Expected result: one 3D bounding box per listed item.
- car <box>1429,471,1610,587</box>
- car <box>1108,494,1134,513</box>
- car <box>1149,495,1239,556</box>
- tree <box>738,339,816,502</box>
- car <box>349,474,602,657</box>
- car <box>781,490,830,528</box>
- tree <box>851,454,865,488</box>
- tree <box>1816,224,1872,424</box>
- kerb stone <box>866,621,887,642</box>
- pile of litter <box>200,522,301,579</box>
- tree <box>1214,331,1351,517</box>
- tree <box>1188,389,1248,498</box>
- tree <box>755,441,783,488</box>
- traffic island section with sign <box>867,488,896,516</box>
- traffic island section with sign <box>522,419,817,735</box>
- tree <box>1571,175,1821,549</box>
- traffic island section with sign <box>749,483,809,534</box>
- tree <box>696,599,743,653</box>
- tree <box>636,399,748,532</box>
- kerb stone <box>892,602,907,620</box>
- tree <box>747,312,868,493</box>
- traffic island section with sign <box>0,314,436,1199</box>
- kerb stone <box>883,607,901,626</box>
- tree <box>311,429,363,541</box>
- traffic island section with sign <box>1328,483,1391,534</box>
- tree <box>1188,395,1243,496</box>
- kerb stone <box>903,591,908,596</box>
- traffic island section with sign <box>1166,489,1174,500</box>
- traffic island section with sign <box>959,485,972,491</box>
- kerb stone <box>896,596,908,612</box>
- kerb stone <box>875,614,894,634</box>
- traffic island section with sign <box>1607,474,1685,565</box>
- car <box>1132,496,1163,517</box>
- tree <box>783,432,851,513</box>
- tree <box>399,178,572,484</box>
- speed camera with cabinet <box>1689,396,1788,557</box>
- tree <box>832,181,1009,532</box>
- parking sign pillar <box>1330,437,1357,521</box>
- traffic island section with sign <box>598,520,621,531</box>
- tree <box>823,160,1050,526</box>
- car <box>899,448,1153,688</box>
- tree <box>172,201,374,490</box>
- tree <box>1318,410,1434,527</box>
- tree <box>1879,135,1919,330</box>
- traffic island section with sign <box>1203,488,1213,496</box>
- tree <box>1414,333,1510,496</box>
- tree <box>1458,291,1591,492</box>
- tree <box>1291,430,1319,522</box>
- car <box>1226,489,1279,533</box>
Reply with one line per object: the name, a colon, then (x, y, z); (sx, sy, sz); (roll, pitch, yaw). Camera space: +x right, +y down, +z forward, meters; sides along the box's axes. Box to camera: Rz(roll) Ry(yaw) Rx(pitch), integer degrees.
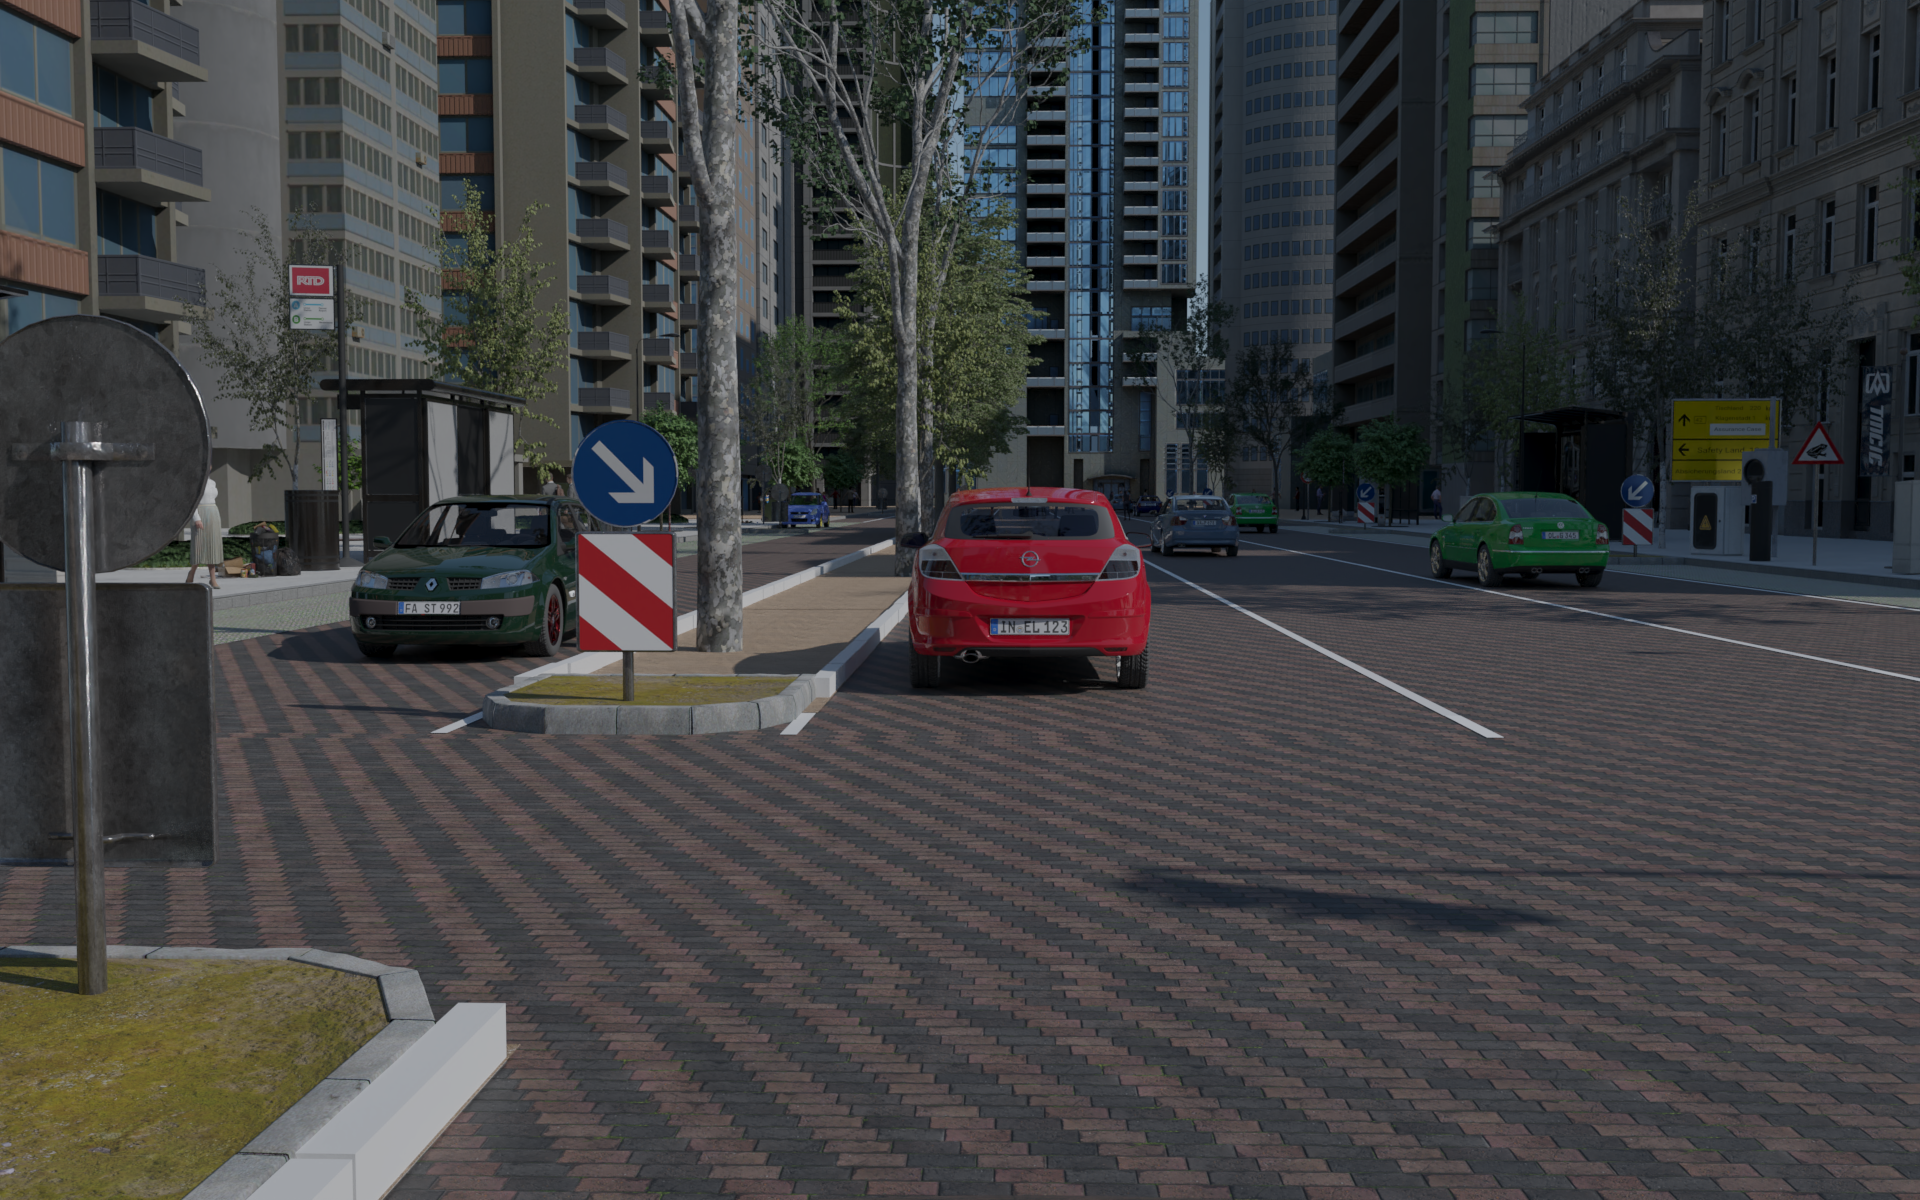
car: (8.953, -1.178, 28.057); (1.959, 1.807, 4.718); (0, 4, 0)
car: (12.482, -7.482, 134.334); (2.014, 1.417, 4.499); (0, 4, 1)
car: (5.551, -1.786, 41.197); (2.014, 1.417, 4.499); (0, 4, 1)
tree: (-8.739, -8.048, 81.946); (4.360, 8.622, 3.978); (0, 3, 0)
car: (-4.401, -0.411, 16.508); (2.009, 1.686, 4.222); (0, 4, 1)
car: (-6.536, -3.894, 73.256); (1.945, 1.707, 3.694); (0, 4, 3)
tree: (-8.367, -8.391, 120.911); (4.285, 4.588, 4.351); (0, 3, 0)
tree: (21.451, -5.828, 45.642); (4.360, 8.622, 3.978); (0, 3, 0)
kerb stone: (-0.831, 0.335, 16.713); (0.120, 0.150, 1.000); (0, 4, 2)
pile of litter: (-11.018, -0.793, 26.930); (1.176, 0.858, 1.719); (3, 5, 43)
tree: (18.165, -10.028, 98.363); (8.767, 10.594, 7.601); (2, 4, 25)
tree: (18.206, -10.414, 120.627); (4.360, 8.622, 3.978); (0, 3, 0)
tree: (-9.803, -5.004, 65.521); (4.285, 4.588, 4.351); (0, 3, 0)
traffic island section with sign: (-5.035, -6.431, 113.780); (1.989, 1.847, 2.006); (0, 4, 2)
traffic island section with sign: (-2.028, -0.191, 11.263); (2.006, 1.907, 1.989); (0, 4, 2)
tree: (16.644, -5.497, 40.245); (4.360, 8.622, 3.978); (0, 3, 0)
traffic island section with sign: (-6.581, -3.346, 63.329); (1.989, 1.847, 2.006); (0, 4, 2)
tree: (-3.374, -9.644, 16.033); (12.611, 20.169, 13.585); (0, 3, 0)
tree: (-10.126, -4.606, 59.020); (4.285, 4.588, 4.351); (0, 3, 0)
kerb stone: (-0.724, 0.153, 19.794); (0.120, 0.150, 1.000); (0, 4, 2)
tree: (-8.685, -10.684, 100.438); (9.928, 11.665, 9.643); (0, 3, 0)
traffic island section with sign: (-2.265, 0.262, 3.859); (2.006, 1.907, 1.989); (0, 4, 2)
kerb stone: (-0.765, 0.213, 18.768); (0.120, 0.150, 1.000); (0, 4, 2)
tree: (-16.958, -3.225, 47.329); (1.663, 3.219, 1.824); (0, 3, 0)
traffic island section with sign: (14.428, -3.308, 62.714); (1.989, 1.847, 2.006); (0, 4, 2)
tree: (18.798, -10.857, 127.871); (4.737, 8.622, 4.395); (0, 3, 0)
kerb stone: (-0.663, 0.021, 21.848); (0.120, 0.150, 1.000); (0, 4, 2)
traffic island section with sign: (16.805, -8.034, 139.988); (1.989, 1.847, 2.006); (0, 4, 2)
traffic island section with sign: (0.266, -4.785, 86.366); (2.006, 1.907, 1.989); (0, 4, 2)
kerb stone: (-0.699, 0.084, 20.825); (0.120, 0.150, 1.000); (0, 4, 2)
kerb stone: (-0.796, 0.275, 17.735); (0.120, 0.150, 1.000); (0, 4, 2)
traffic island section with sign: (13.589, -1.658, 35.735); (1.989, 1.847, 2.006); (0, 4, 2)
car: (12.094, -6.044, 111.393); (1.945, 1.354, 3.894); (0, 4, 2)
tree: (-8.782, -6.422, 88.710); (4.285, 4.588, 4.351); (0, 3, 0)
tree: (-10.849, -5.514, 40.518); (4.737, 8.622, 4.395); (0, 3, 0)
speed camera with cabinet: (16.054, -2.533, 35.755); (0.660, 3.252, 2.038); (-1, 4, -21)
tree: (-0.955, -5.338, 40.099); (4.737, 8.622, 4.395); (0, 3, 0)
parking sign pillar: (18.414, -5.790, 83.134); (1.447, 3.967, 1.447); (-1, 4, -20)
traffic island section with sign: (-7.405, -1.698, 36.386); (1.989, 1.847, 2.006); (0, 4, 2)
tree: (-0.808, -8.474, 59.138); (7.486, 12.596, 7.792); (0, 3, 0)
car: (0.546, -0.320, 14.269); (2.155, 1.783, 4.494); (0, 4, 1)
tree: (-16.781, -5.660, 42.908); (4.360, 8.622, 3.978); (0, 3, 0)
tree: (16.793, -5.128, 67.550); (4.285, 4.588, 4.351); (0, 3, 0)
tree: (19.653, -5.050, 32.934); (4.737, 8.622, 4.395); (0, 3, 0)
traffic island section with sign: (15.976, -6.386, 113.046); (1.989, 1.847, 2.006); (0, 4, 2)
tree: (23.100, -7.865, 78.952); (4.360, 8.622, 3.978); (0, 3, 0)
tree: (20.547, -6.829, 62.021); (4.737, 8.622, 4.395); (0, 3, 0)
tree: (16.973, -5.838, 79.160); (4.285, 4.588, 4.351); (0, 3, 0)
car: (10.733, -3.425, 64.790); (1.959, 1.807, 4.718); (0, 4, 0)
